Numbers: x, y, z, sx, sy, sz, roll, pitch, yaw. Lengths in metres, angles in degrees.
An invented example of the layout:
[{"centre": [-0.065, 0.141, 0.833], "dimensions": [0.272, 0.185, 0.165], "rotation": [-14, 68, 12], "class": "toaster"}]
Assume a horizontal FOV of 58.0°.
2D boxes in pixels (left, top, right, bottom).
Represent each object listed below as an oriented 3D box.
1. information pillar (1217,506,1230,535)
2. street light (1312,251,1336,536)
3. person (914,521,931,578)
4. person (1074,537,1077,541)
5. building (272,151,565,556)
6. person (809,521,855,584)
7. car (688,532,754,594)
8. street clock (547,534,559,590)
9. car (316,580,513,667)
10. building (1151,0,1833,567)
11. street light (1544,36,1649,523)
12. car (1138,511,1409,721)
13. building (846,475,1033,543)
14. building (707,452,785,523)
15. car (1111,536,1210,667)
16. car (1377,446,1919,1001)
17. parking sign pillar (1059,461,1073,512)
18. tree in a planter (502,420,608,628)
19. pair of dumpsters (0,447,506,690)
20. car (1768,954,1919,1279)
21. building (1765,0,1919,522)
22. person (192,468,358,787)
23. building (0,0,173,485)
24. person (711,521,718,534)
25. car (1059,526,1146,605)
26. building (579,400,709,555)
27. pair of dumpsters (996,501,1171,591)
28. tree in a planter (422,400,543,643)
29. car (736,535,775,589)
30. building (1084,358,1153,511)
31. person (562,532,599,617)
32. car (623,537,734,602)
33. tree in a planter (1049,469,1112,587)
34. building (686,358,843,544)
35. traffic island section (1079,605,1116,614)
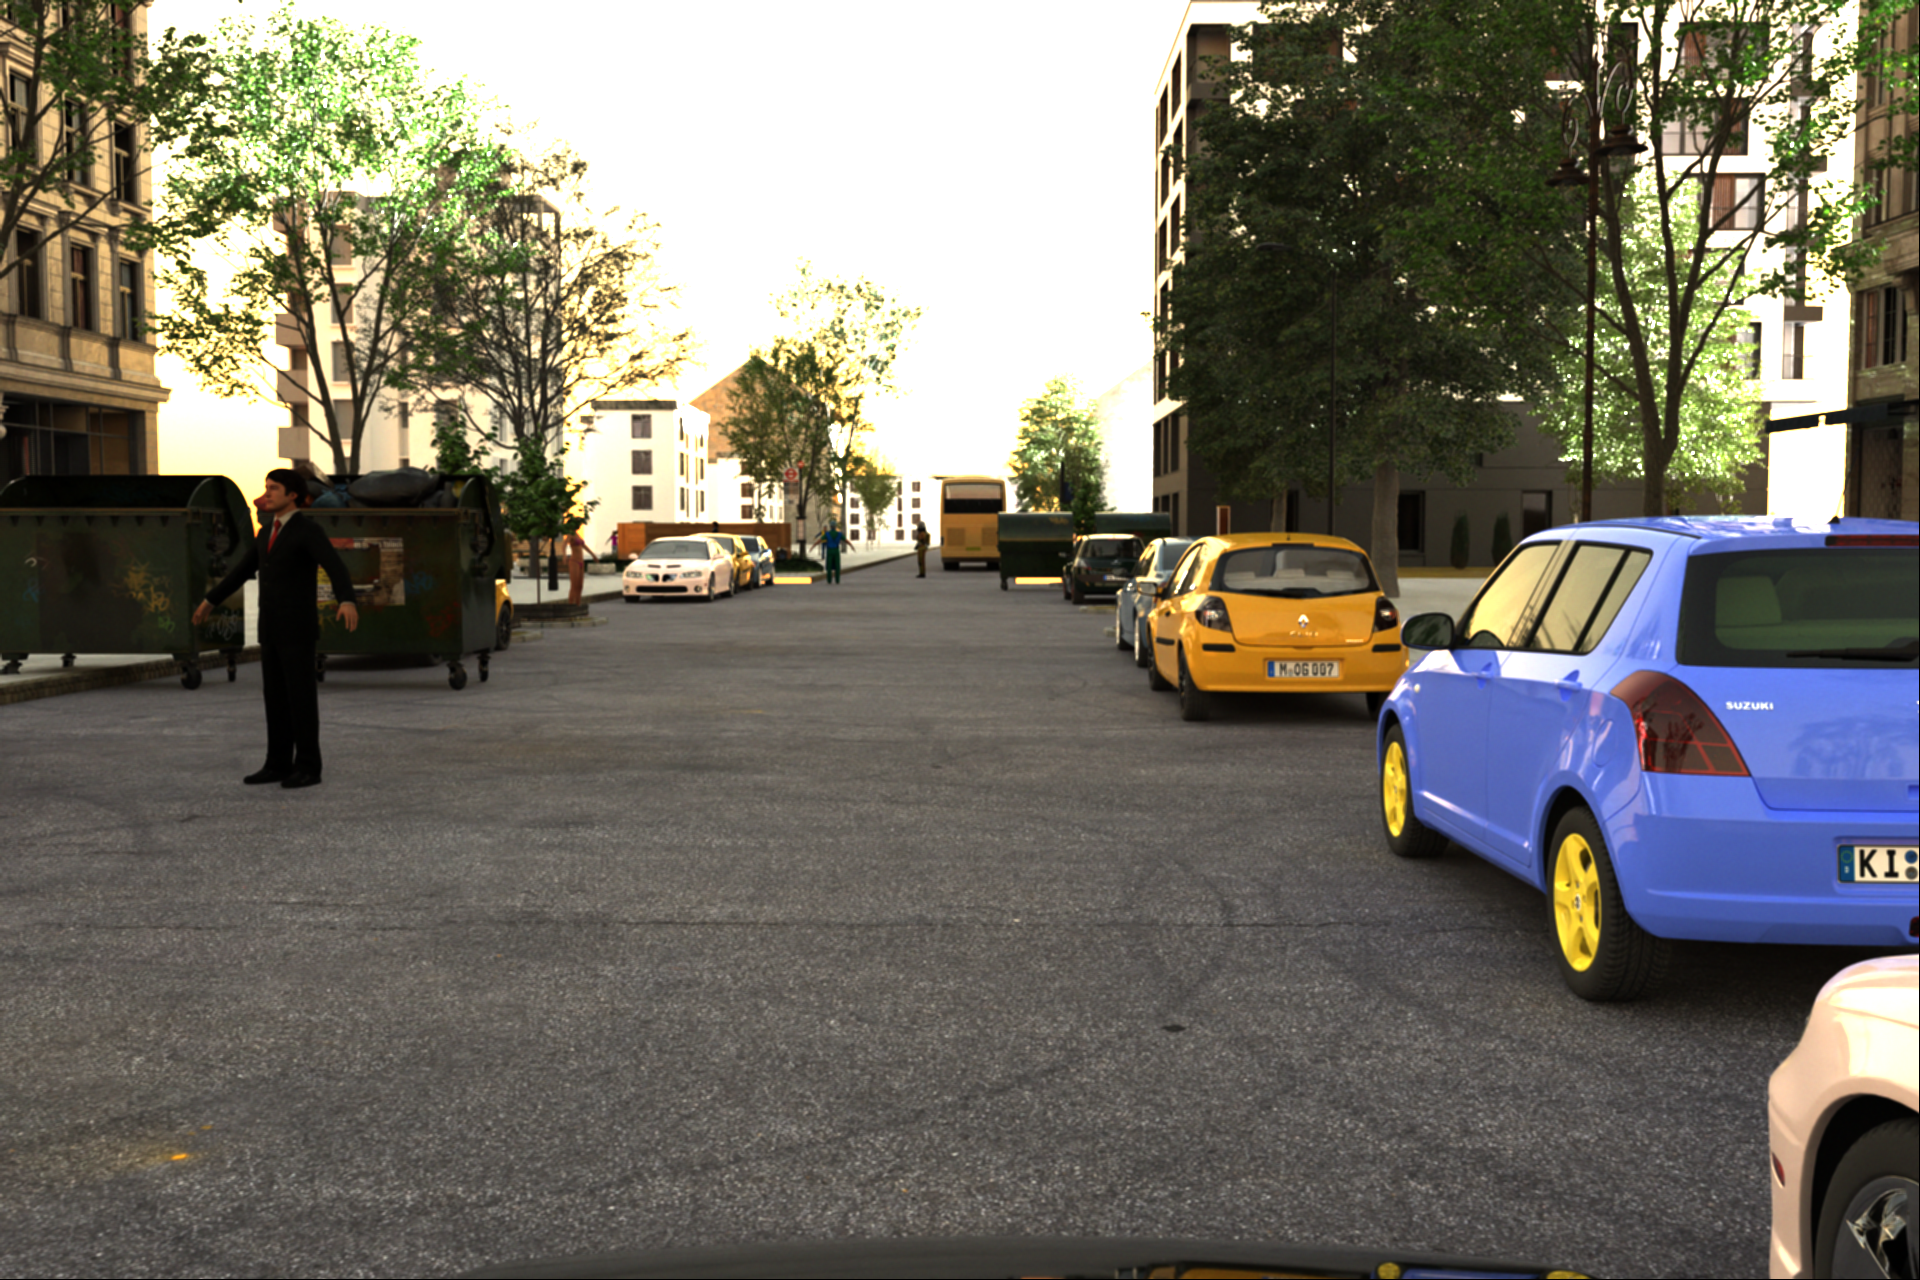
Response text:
[{"centre": [6.942, -2.522, 45.719], "dimensions": [0.304, 2.012, 0.304], "rotation": [0, 4, 1], "class": "information pillar"}, {"centre": [6.507, -3.377, 27.751], "dimensions": [1.470, 5.913, 1.316], "rotation": [0, 4, 1], "class": "street light"}, {"centre": [-1.290, -2.985, 57.023], "dimensions": [0.705, 1.858, 1.354], "rotation": [0, 4, 7], "class": "person"}, {"centre": [5.426, -4.142, 73.868], "dimensions": [1.345, 1.843, 0.704], "rotation": [-1, 4, -14], "class": "person"}, {"centre": [-27.994, -14.108, 87.091], "dimensions": [16.016, 20.090, 11.380], "rotation": [0, 4, 1], "class": "building"}, {"centre": [-3.646, -2.513, 49.677], "dimensions": [1.347, 1.817, 0.704], "rotation": [-1, 4, -16], "class": "person"}, {"centre": [-6.141, -1.985, 42.678], "dimensions": [2.015, 1.641, 3.980], "rotation": [0, 4, 1], "class": "car"}, {"centre": [-9.272, -2.132, 39.423], "dimensions": [0.358, 2.002, 0.471], "rotation": [0, 4, 1], "class": "street clock"}, {"centre": [-6.470, -0.596, 19.970], "dimensions": [2.015, 1.641, 3.980], "rotation": [0, 4, 1], "class": "car"}, {"centre": [22.952, -14.609, 82.838], "dimensions": [27.936, 21.610, 32.646], "rotation": [0, 4, 1], "class": "building"}, {"centre": [6.099, -2.690, 16.771], "dimensions": [0.468, 5.910, 1.993], "rotation": [0, 4, 1], "class": "street light"}, {"centre": [2.562, -0.273, 14.685], "dimensions": [2.015, 1.641, 3.980], "rotation": [0, 4, 1], "class": "car"}, {"centre": [-3.610, -18.403, 245.500], "dimensions": [28.070, 9.664, 9.099], "rotation": [0, 4, -3], "class": "building"}, {"centre": [-23.904, -15.248, 191.456], "dimensions": [9.099, 9.664, 28.070], "rotation": [0, 4, 1], "class": "building"}, {"centre": [2.781, -0.482, 19.887], "dimensions": [2.014, 1.417, 4.499], "rotation": [0, 4, 1], "class": "car"}, {"centre": [2.744, 0.183, 6.598], "dimensions": [1.945, 1.707, 3.694], "rotation": [0, 4, 1], "class": "car"}, {"centre": [3.944, -4.670, 64.831], "dimensions": [1.447, 3.967, 1.447], "rotation": [0, 4, 1], "class": "parking sign pillar"}, {"centre": [-6.651, -1.836, 27.241], "dimensions": [1.991, 3.239, 1.994], "rotation": [0, 4, 2], "class": "tree in a planter"}, {"centre": [-6.648, -0.693, 16.289], "dimensions": [4.436, 2.255, 1.574], "rotation": [0, 4, 1], "class": "pair of dumpsters"}, {"centre": [2.218, 0.702, 0.882], "dimensions": [2.083, 1.381, 4.827], "rotation": [0, 3, 0], "class": "car"}, {"centre": [28.648, -17.962, 39.785], "dimensions": [12.429, 33.558, 17.177], "rotation": [0, 4, 1], "class": "building"}, {"centre": [-3.871, -0.077, 9.910], "dimensions": [1.347, 1.806, 0.705], "rotation": [2, 4, 30], "class": "person"}, {"centre": [-28.069, -11.040, 30.474], "dimensions": [10.553, 20.879, 40.483], "rotation": [0, 4, 1], "class": "building"}, {"centre": [-8.935, -3.412, 62.512], "dimensions": [0.721, 1.740, 1.216], "rotation": [0, 4, -6], "class": "person"}, {"centre": [3.125, -1.641, 36.620], "dimensions": [2.009, 1.686, 4.222], "rotation": [0, 3, 0], "class": "car"}, {"centre": [-22.232, -11.015, 122.236], "dimensions": [9.099, 9.664, 28.070], "rotation": [0, 3, 0], "class": "building"}, {"centre": [3.148, -2.406, 44.290], "dimensions": [4.436, 2.255, 1.574], "rotation": [0, 4, 1], "class": "pair of dumpsters"}, {"centre": [-6.741, -1.594, 23.290], "dimensions": [1.991, 3.239, 1.994], "rotation": [0, 4, 2], "class": "tree in a planter"}, {"centre": [-6.082, -2.144, 47.062], "dimensions": [2.014, 1.417, 4.499], "rotation": [0, 4, 1], "class": "car"}, {"centre": [24.767, -23.163, 209.645], "dimensions": [19.493, 23.208, 18.063], "rotation": [0, 4, 1], "class": "building"}, {"centre": [-6.597, -1.273, 30.075], "dimensions": [0.721, 1.733, 1.217], "rotation": [1, 4, 15], "class": "person"}, {"centre": [-6.097, -1.563, 37.909], "dimensions": [2.083, 1.381, 4.827], "rotation": [0, 4, 1], "class": "car"}, {"centre": [3.449, -3.086, 47.680], "dimensions": [1.991, 3.239, 1.994], "rotation": [0, 4, 1], "class": "tree in a planter"}, {"centre": [-24.862, -23.895, 221.618], "dimensions": [19.493, 23.208, 18.063], "rotation": [0, 4, 0], "class": "building"}, {"centre": [3.200, -0.547, 31.812], "dimensions": [1.991, 0.108, 1.994], "rotation": [0, 4, 1], "class": "traffic island section"}]
